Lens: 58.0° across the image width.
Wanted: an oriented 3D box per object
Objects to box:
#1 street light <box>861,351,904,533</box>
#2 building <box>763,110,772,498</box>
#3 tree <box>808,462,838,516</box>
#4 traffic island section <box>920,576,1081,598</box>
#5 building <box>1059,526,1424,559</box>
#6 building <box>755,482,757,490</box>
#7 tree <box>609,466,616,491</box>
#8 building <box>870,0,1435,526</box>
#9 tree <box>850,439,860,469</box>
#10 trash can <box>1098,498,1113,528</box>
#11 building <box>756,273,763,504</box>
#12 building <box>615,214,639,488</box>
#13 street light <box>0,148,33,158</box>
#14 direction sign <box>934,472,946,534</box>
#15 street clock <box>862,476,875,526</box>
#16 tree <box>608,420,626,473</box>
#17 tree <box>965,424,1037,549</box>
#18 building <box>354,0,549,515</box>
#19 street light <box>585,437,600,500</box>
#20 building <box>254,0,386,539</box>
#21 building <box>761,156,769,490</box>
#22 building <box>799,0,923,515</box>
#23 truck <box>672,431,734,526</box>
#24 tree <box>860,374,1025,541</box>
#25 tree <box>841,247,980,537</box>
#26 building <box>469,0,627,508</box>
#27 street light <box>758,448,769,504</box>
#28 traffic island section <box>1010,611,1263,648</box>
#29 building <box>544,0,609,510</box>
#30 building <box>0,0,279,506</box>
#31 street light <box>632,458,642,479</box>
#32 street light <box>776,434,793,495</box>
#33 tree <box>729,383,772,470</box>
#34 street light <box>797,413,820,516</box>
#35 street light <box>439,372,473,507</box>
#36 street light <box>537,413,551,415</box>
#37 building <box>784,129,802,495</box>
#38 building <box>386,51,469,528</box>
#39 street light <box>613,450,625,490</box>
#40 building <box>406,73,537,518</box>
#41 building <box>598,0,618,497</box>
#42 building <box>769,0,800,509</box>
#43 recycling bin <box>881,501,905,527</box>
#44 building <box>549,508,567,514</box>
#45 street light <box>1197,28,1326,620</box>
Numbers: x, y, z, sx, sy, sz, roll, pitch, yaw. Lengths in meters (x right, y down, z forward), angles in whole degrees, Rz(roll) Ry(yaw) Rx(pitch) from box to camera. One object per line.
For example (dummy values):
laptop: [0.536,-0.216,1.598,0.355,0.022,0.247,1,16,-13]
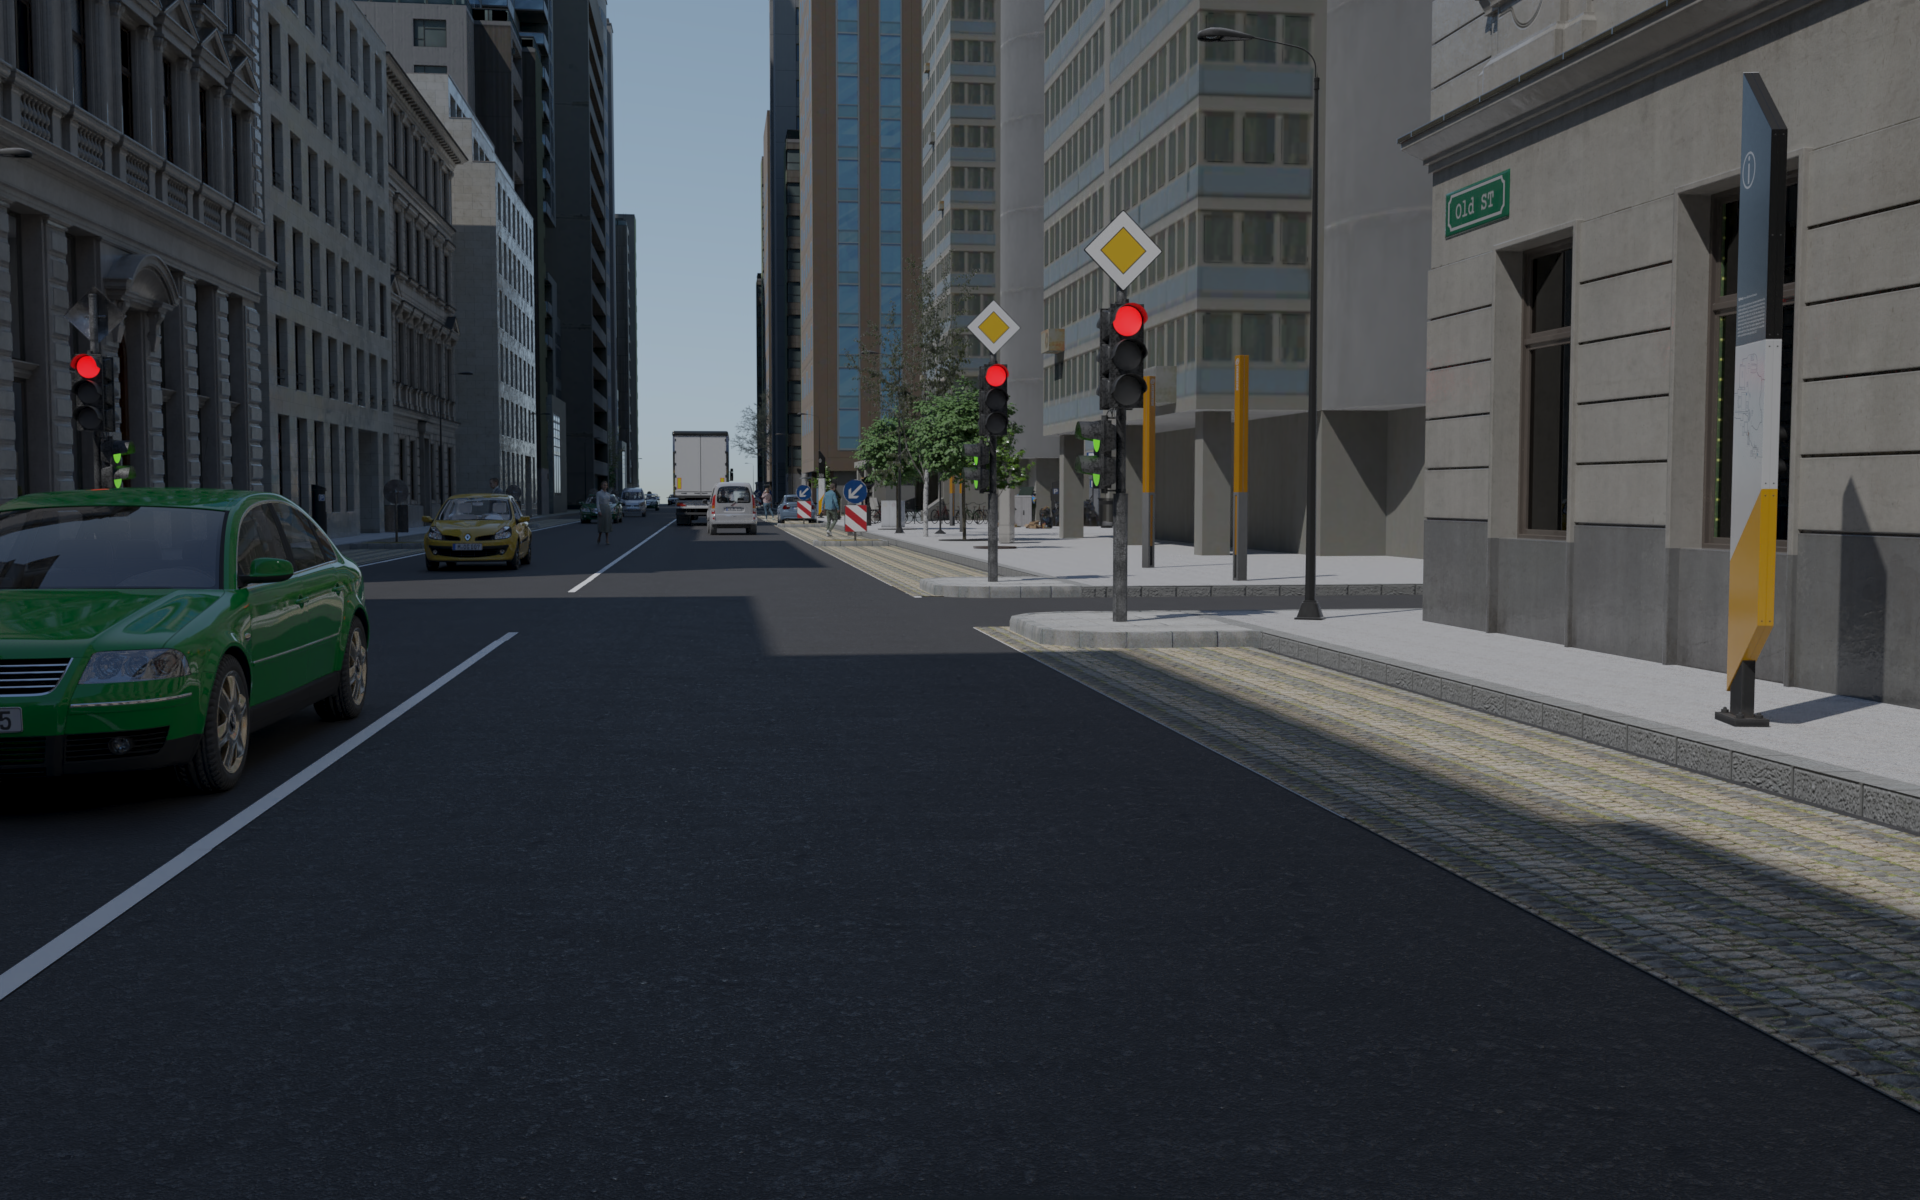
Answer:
street light: [-2.507,-5.122,56.294,1.470,5.913,1.316,0,4,-8]
building: [-15.313,-33.574,199.053,14.600,45.320,14.200,0,4,-8]
tree: [-7.943,-6.615,102.763,1.663,3.219,1.824,0,3,0]
traffic island section: [0.503,-0.187,25.335,2.009,0.180,2.903,0,4,-8]
building: [15.315,-21.422,42.123,23.993,40.220,32.217,0,4,-8]
building: [-13.141,-33.999,247.764,32.217,40.220,23.993,0,4,-8]
tree: [-34.654,-11.229,167.305,4.285,4.588,4.351,0,3,0]
building: [10.966,-24.357,90.124,32.217,40.220,23.993,0,4,-8]
tree: [-2.334,-4.822,62.559,4.285,4.588,4.351,0,3,0]
trash can: [5.552,-3.292,65.481,0.748,1.137,0.748,0,3,0]
building: [-19.693,-27.869,227.355,14.160,30.474,14.107,0,4,-8]
building: [-53.016,-34.338,245.020,14.154,41.232,14.086,0,4,-8]
street light: [-13.152,-3.107,23.338,1.470,5.913,1.316,0,4,-8]
direction sign: [-0.635,-3.900,55.756,0.876,3.537,0.379,3,4,36]
street clock: [-3.680,-3.989,69.794,0.471,2.002,0.358,1,4,12]
tree: [-35.420,-13.594,172.620,4.360,8.622,3.978,0,3,0]
tree: [0.729,-2.814,40.618,1.663,3.219,1.824,0,3,0]
building: [-32.582,-20.291,103.453,14.160,30.474,14.107,0,4,-8]
street light: [-30.021,-10.322,141.309,1.470,5.913,1.316,0,4,-8]
building: [-23.401,-11.943,50.012,10.420,20.320,16.860,0,4,-8]
building: [-17.388,-32.388,213.142,14.154,41.232,14.086,0,4,-8]
building: [-3.095,-28.279,112.476,14.600,45.320,14.200,0,4,-8]
truck: [-12.208,-5.713,82.325,2.839,4.237,11.283,0,4,-7]
tree: [0.190,-3.907,47.599,4.285,4.588,4.351,0,3,0]
tree: [-1.161,-6.212,51.936,4.360,8.622,3.978,0,3,0]
building: [-54.039,-55.535,220.676,22.319,86.520,31.000,0,4,-8]
street light: [-19.586,-12.410,175.447,1.470,5.913,1.316,0,4,-8]
traffic island section: [1.631,0.297,17.430,2.009,0.180,2.903,0,4,-8]
building: [-42.380,-32.258,151.126,21.300,48.544,21.600,0,4,-8]
building: [-20.209,-12.388,31.422,11.050,23.489,19.941,0,4,-8]
street light: [-41.784,-15.385,224.085,1.470,5.913,1.316,0,4,-8]
street light: [-13.422,-9.812,132.961,1.470,5.913,1.316,0,4,-8]
tree: [-19.342,-16.767,184.507,12.009,13.543,11.850,0,3,0]
street light: [-8.589,-7.746,99.190,1.470,5.913,1.316,0,4,-8]
street light: [-19.175,-5.707,65.850,1.470,5.913,1.316,0,4,-8]
street light: [-24.050,-7.730,98.934,1.470,5.913,1.316,0,4,-8]
building: [-7.331,-22.603,141.261,14.160,30.474,14.107,0,4,-8]
building: [-25.925,-12.433,67.911,10.561,19.102,19.286,0,4,-8]
street light: [-35.730,-12.766,181.257,1.470,5.913,1.316,0,4,-8]
building: [-27.561,-14.209,87.065,10.420,20.320,16.860,0,4,-8]
building: [-49.711,-39.767,192.195,21.231,58.520,28.212,0,4,-8]
building: [-7.171,-37.907,161.786,21.231,58.520,28.212,0,4,-8]
recycling bin: [-2.584,-3.324,66.895,0.722,1.027,0.722,1,4,21]
building: [-39.597,-49.591,123.483,22.319,86.520,31.000,0,4,-8]
street light: [3.052,-2.750,17.506,1.470,5.913,1.316,0,4,-8]
